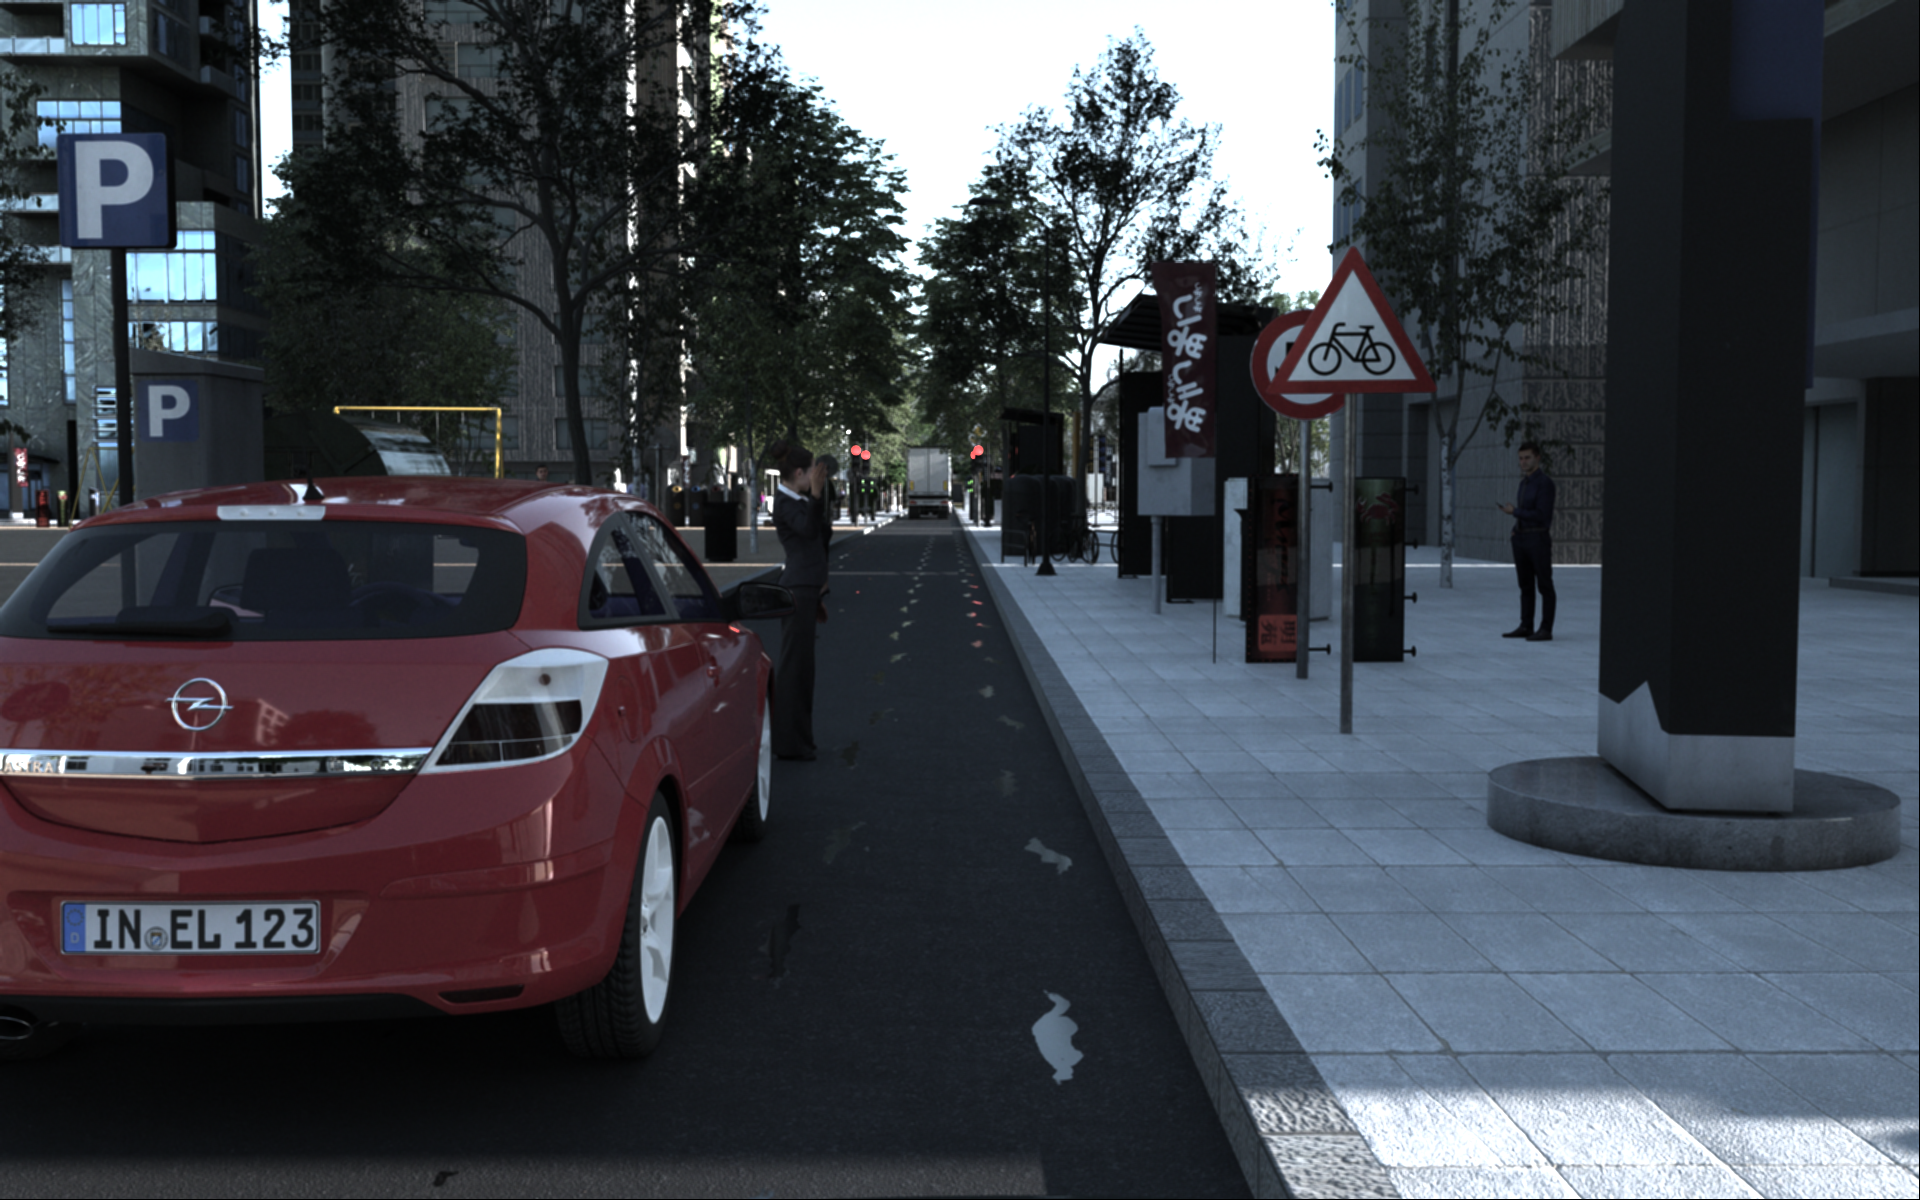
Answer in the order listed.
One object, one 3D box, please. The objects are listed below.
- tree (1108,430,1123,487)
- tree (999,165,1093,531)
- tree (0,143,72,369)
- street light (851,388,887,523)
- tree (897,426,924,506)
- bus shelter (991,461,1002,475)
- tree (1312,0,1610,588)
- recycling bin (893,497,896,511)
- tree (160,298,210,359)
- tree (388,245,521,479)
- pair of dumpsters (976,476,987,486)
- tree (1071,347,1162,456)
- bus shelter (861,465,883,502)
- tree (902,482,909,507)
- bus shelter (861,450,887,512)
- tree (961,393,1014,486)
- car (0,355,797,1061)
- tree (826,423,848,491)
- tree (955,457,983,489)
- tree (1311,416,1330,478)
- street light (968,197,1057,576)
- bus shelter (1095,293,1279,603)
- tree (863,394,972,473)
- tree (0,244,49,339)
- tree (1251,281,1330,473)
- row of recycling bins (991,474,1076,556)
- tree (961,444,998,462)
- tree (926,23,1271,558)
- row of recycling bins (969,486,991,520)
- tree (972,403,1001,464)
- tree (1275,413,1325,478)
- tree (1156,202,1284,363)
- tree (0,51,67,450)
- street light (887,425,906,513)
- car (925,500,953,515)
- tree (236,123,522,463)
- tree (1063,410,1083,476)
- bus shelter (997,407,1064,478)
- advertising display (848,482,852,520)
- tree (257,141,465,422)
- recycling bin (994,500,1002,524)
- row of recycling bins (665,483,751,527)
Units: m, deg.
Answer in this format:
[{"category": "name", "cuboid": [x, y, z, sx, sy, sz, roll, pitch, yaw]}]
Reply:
[{"category": "tree", "cuboid": [13.352, -10.929, 129.046, 4.360, 8.622, 3.978, 0, 3, 0]}, {"category": "tree", "cuboid": [1.319, -8.648, 59.530, 7.486, 12.596, 7.792, 0, 3, 0]}, {"category": "tree", "cuboid": [-26.989, -8.026, 41.601, 12.009, 13.543, 11.850, 0, 3, 0]}, {"category": "street light", "cuboid": [-4.093, -6.323, 75.928, 1.470, 5.913, 1.316, 0, 4, 0]}, {"category": "tree", "cuboid": [-5.655, -14.102, 180.932, 4.360, 8.622, 3.978, 0, 3, 0]}, {"category": "bus shelter", "cuboid": [2.635, -6.855, 106.009, 2.014, 3.302, 5.546, 0, 4, -1]}, {"category": "tree", "cuboid": [6.653, -4.455, 23.200, 4.360, 8.622, 3.978, 0, 3, 0]}, {"category": "recycling bin", "cuboid": [-4.901, -7.130, 129.123, 0.722, 1.027, 0.722, 3, 5, 40]}, {"category": "tree", "cuboid": [-29.636, -6.977, 64.437, 4.360, 8.622, 3.978, 0, 3, 0]}, {"category": "tree", "cuboid": [-14.504, -6.108, 50.223, 4.737, 8.622, 4.395, 0, 3, 0]}, {"category": "pair of dumpsters", "cuboid": [1.450, -5.604, 94.114, 1.574, 2.255, 4.437, 0, 4, 0]}, {"category": "tree", "cuboid": [13.542, -13.890, 137.472, 12.009, 13.543, 11.850, 0, 3, 0]}, {"category": "bus shelter", "cuboid": [-6.339, -7.599, 118.173, 2.014, 3.302, 5.546, 0, 4, 0]}, {"category": "tree", "cuboid": [-5.617, -10.962, 173.826, 1.663, 3.219, 1.824, 0, 3, 0]}, {"category": "bus shelter", "cuboid": [-6.525, -9.036, 125.366, 2.179, 5.291, 8.768, 0, 4, -1]}, {"category": "tree", "cuboid": [1.767, -9.821, 110.929, 4.360, 8.622, 3.978, 0, 3, 0]}, {"category": "car", "cuboid": [-1.670, 0.194, 5.872, 2.155, 1.783, 4.494, 0, 4, -1]}, {"category": "tree", "cuboid": [-10.387, -11.196, 133.414, 4.360, 8.622, 3.978, 0, 3, 0]}, {"category": "tree", "cuboid": [1.397, -9.041, 131.528, 4.285, 4.588, 4.351, 0, 3, 0]}, {"category": "tree", "cuboid": [20.040, -8.830, 94.738, 4.737, 8.622, 4.395, 0, 3, 0]}, {"category": "street light", "cuboid": [0.823, -3.347, 27.265, 1.470, 5.913, 1.316, 0, 4, 0]}, {"category": "bus shelter", "cuboid": [2.929, -1.963, 23.386, 1.731, 3.624, 6.357, 0, 4, 0]}, {"category": "tree", "cuboid": [-5.941, -14.725, 166.515, 9.928, 11.665, 9.643, 0, 3, 0]}, {"category": "tree", "cuboid": [-17.614, -5.580, 25.653, 7.601, 10.594, 8.767, -3, 5, -39]}, {"category": "tree", "cuboid": [15.770, -9.634, 83.265, 9.928, 11.665, 9.643, 0, 3, 0]}, {"category": "row of recycling bins", "cuboid": [1.844, -1.853, 37.409, 1.069, 1.692, 3.534, 1, 4, 21]}, {"category": "tree", "cuboid": [1.727, -13.476, 170.693, 4.737, 8.622, 4.395, 0, 3, 0]}, {"category": "tree", "cuboid": [2.664, -6.105, 34.236, 7.601, 10.594, 8.767, 1, 4, 11]}, {"category": "row of recycling bins", "cuboid": [1.803, -4.852, 86.439, 1.069, 1.692, 3.534, 3, 5, 40]}, {"category": "tree", "cuboid": [1.451, -16.070, 188.503, 9.928, 11.665, 9.643, 0, 3, 0]}, {"category": "tree", "cuboid": [24.725, -13.662, 140.379, 9.611, 12.733, 9.660, 0, 3, 0]}, {"category": "tree", "cuboid": [6.987, -5.744, 44.270, 4.360, 8.622, 3.978, 0, 3, 0]}, {"category": "tree", "cuboid": [-10.911, -4.090, 17.236, 4.360, 8.622, 3.978, 0, 3, 0]}, {"category": "street light", "cuboid": [-4.326, -8.770, 115.925, 1.470, 5.913, 1.316, 0, 4, 0]}, {"category": "car", "cuboid": [-1.538, -6.512, 118.828, 2.083, 1.381, 4.827, 0, 4, 1]}, {"category": "tree", "cuboid": [-19.789, -9.327, 59.148, 9.857, 13.997, 8.962, 0, 3, 0]}, {"category": "tree", "cuboid": [9.375, -12.038, 147.177, 4.360, 8.622, 3.978, 0, 3, 0]}, {"category": "bus shelter", "cuboid": [2.012, -3.576, 49.750, 1.731, 3.624, 6.357, 0, 4, 0]}, {"category": "advertising display", "cuboid": [-5.301, -4.863, 84.728, 0.123, 1.923, 0.974, -1, 4, -15]}, {"category": "tree", "cuboid": [-12.498, -5.247, 36.149, 4.360, 8.622, 3.978, 0, 3, 0]}, {"category": "recycling bin", "cuboid": [1.861, -3.854, 75.572, 0.722, 1.027, 0.722, 0, 4, 2]}, {"category": "row of recycling bins", "cuboid": [-9.790, -3.687, 67.396, 3.534, 1.692, 1.069, 1, 4, 10]}]
